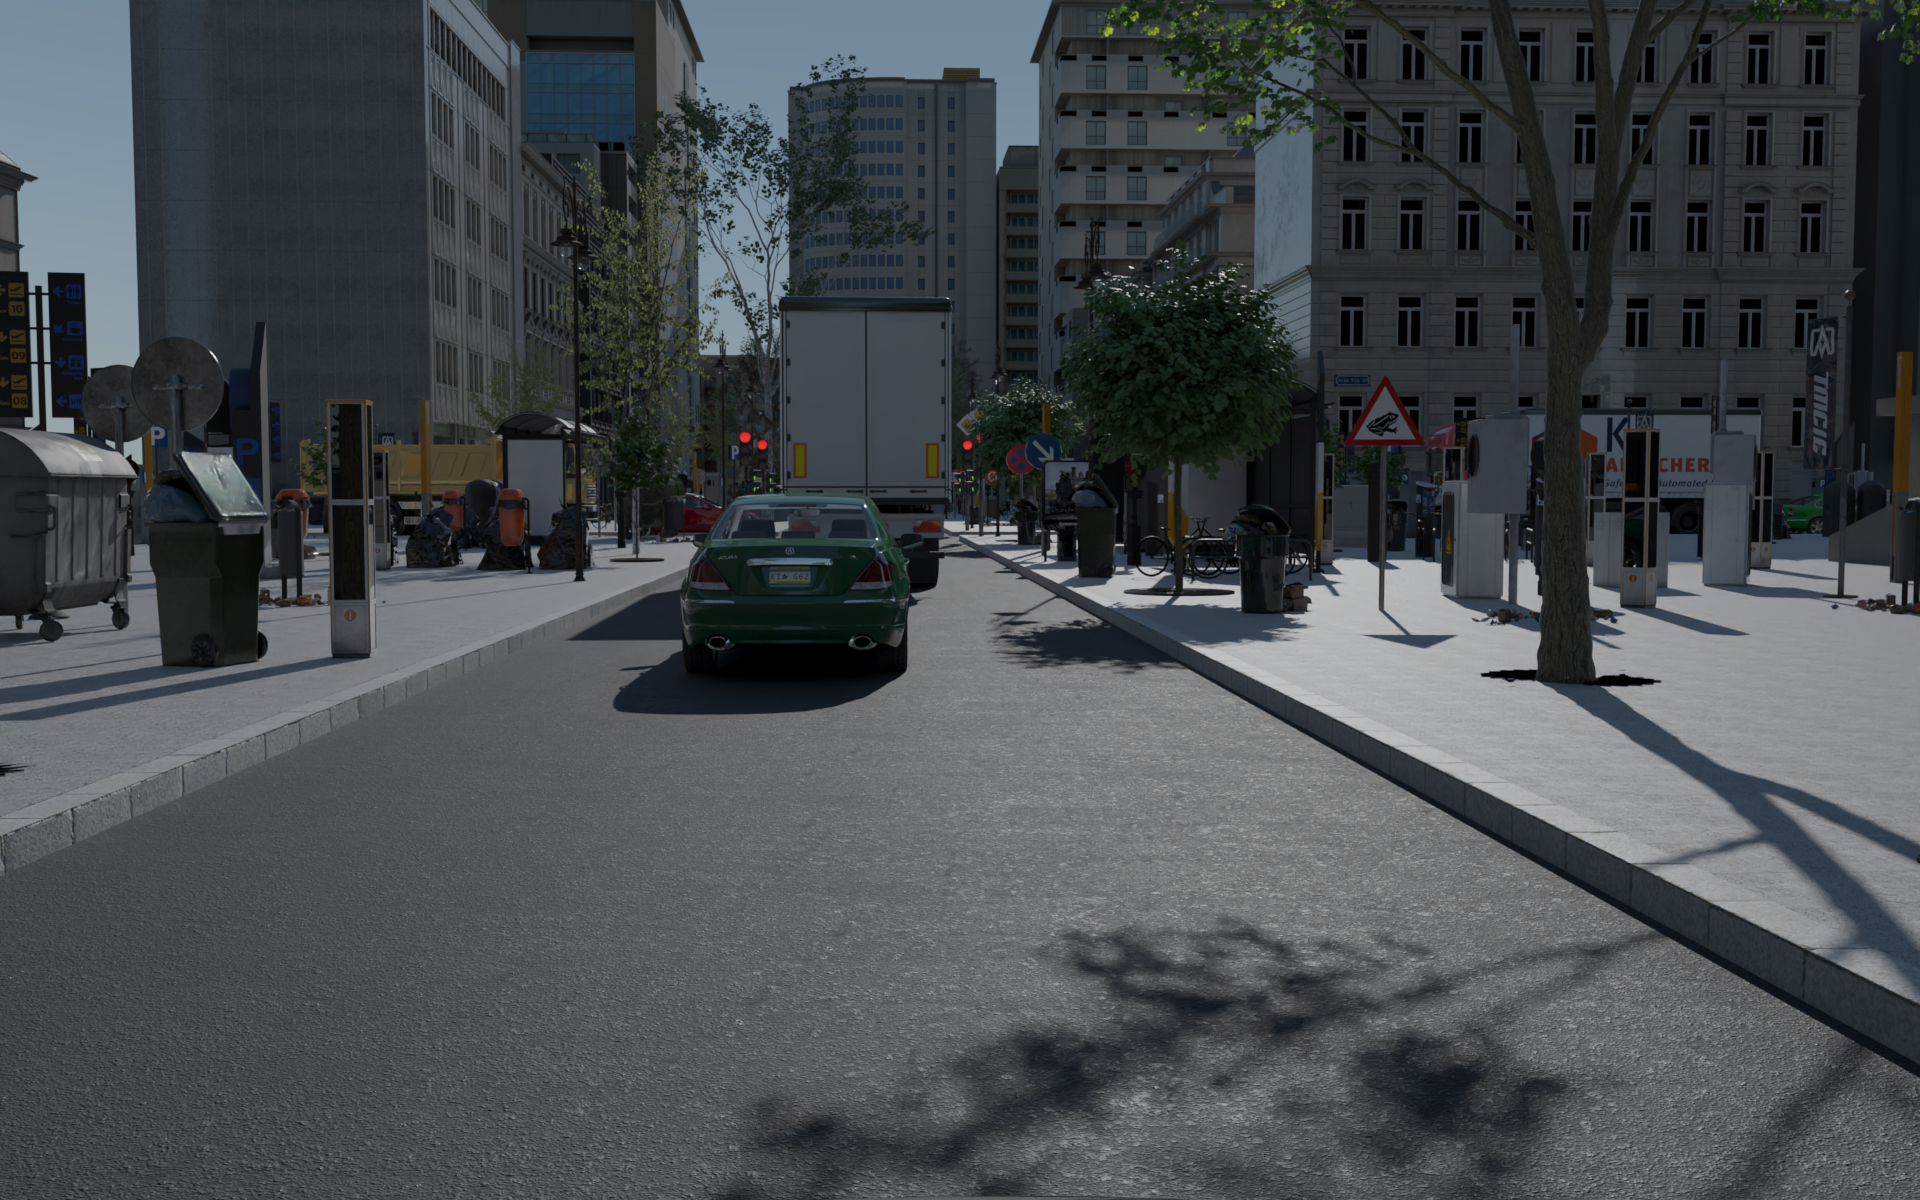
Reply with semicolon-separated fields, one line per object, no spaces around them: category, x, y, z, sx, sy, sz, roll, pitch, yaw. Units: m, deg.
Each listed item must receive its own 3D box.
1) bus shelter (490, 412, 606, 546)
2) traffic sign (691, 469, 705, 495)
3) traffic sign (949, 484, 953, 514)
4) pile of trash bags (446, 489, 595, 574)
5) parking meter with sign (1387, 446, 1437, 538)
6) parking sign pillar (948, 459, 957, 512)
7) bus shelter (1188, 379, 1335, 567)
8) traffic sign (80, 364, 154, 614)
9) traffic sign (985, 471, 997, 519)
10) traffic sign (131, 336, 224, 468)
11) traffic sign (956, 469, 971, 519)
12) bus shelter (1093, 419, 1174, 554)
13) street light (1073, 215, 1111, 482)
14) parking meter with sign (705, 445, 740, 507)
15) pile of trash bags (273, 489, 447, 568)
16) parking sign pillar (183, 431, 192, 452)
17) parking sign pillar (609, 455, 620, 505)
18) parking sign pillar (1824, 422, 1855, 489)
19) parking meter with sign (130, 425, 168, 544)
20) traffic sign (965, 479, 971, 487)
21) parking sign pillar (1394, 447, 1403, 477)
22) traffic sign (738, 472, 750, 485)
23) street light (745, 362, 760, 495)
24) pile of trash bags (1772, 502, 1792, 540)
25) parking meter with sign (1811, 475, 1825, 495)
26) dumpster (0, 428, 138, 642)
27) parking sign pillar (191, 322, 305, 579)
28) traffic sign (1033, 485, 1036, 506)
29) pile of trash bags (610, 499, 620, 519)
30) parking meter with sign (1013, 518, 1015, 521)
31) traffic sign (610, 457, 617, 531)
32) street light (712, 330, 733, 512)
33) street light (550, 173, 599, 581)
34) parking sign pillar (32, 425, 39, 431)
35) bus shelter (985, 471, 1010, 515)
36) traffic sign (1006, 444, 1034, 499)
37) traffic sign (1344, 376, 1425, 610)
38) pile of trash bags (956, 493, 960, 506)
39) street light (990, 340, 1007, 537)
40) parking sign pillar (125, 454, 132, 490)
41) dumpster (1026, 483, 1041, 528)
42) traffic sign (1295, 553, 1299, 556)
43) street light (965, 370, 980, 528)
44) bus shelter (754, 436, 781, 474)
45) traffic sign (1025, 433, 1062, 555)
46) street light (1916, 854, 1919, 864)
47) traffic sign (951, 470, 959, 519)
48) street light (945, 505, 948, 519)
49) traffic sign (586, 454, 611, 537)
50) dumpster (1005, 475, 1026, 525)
bus shelter;-10.687;-3.148;45.389;2.014;3.302;5.546;0;4;-3
traffic sign;-13.110;-5.308;86.890;0.768;2.556;0.104;0;4;-1
traffic sign;-0.663;-6.836;111.871;0.768;2.556;0.104;0;4;0
pile of trash bags;-7.280;-1.199;29.354;1.912;1.369;3.447;0;4;-3
parking meter with sign;13.218;-3.314;50.447;1.738;3.016;0.543;-2;4;-29
parking sign pillar;-0.930;-8.506;127.550;1.447;3.967;1.447;-2;4;-24
bus shelter;5.318;-2.368;32.644;2.014;3.302;5.546;0;4;-3
traffic sign;-8.263;-1.036;17.051;0.768;2.556;0.104;0;4;-1
traffic sign;1.706;-5.493;89.919;0.768;2.556;0.104;0;4;2
traffic sign;-6.332;-0.851;14.020;0.768;2.556;0.104;0;4;3
traffic sign;0.178;-5.356;87.673;0.768;2.556;0.104;0;4;3
bus shelter;3.838;-2.971;39.857;1.731;3.624;6.357;0;4;-3
street light;2.200;-3.441;29.048;0.468;5.910;1.993;0;4;-3
parking meter with sign;-8.672;-3.993;61.552;1.738;3.016;0.543;2;4;30
pile of trash bags;-10.583;-1.297;30.951;3.447;1.369;1.912;0;4;6
parking sign pillar;-31.487;-5.103;71.913;1.447;3.967;1.447;-2;4;-30
parking sign pillar;-19.767;-6.835;100.219;1.447;3.967;1.447;-3;5;-44
parking sign pillar;32.607;-4.635;64.255;1.447;3.967;1.447;-3;4;-37
parking meter with sign;-20.977;-2.953;44.545;1.738;3.016;0.543;3;5;43
traffic sign;0.625;-8.070;132.048;0.768;2.556;0.104;0;4;3
parking sign pillar;17.070;-4.936;69.178;1.447;3.967;1.447;-2;4;-32
traffic sign;-12.455;-6.109;99.991;0.768;2.556;0.104;0;4;-1
street light;-7.291;-5.387;60.864;0.468;5.910;1.993;0;4;-3
pile of trash bags;22.278;-2.403;49.042;1.912;1.369;3.447;3;4;39
parking meter with sign;34.936;-4.532;70.354;0.543;3.016;1.738;0;4;5
dumpster;-8.433;-0.605;15.652;1.264;1.857;1.865;0;4;-3
parking sign pillar;-10.862;-2.328;26.540;1.447;3.967;1.447;-1;4;-17
traffic sign;2.218;-3.142;51.484;0.768;2.556;0.104;0;4;5
pile of trash bags;-15.924;-4.720;86.931;3.447;1.369;1.912;-3;5;-43
parking meter with sign;3.161;-4.860;75.715;1.738;3.016;0.543;0;4;-4
traffic sign;-11.871;-3.639;59.610;0.768;2.556;0.104;0;4;-2
street light;-6.690;-4.660;48.978;0.468;5.910;1.993;0;4;-3
street light;-5.607;-3.215;25.353;0.468;5.910;1.993;0;4;-3
parking sign pillar;-35.450;-4.721;65.661;1.447;3.967;1.447;2;4;26
bus shelter;2.429;-6.958;107.686;2.014;3.302;5.546;0;4;-3
traffic sign;1.574;-2.713;44.468;0.768;2.556;0.104;0;4;3
traffic sign;4.665;-1.168;19.100;0.884;2.594;0.081;0;4;2
pile of trash bags;0.679;-6.665;118.726;1.912;1.369;3.447;-3;4;-37
street light;1.147;-4.857;52.196;0.468;5.910;1.993;0;4;-3
parking sign pillar;-56.192;-7.810;116.166;1.447;3.967;1.447;2;4;27
dumpster;3.418;-3.839;65.258;1.502;2.255;1.985;0;4;-3
traffic sign;6.822;-2.131;34.942;0.768;2.556;0.104;0;4;-2
street light;0.454;-5.627;64.787;0.468;5.910;1.993;0;4;-3
bus shelter;-12.126;-8.157;111.003;2.179;5.291;8.768;0;4;-3
traffic sign;1.742;-2.208;36.203;0.768;2.556;0.104;0;4;1
street light;3.418;-2.021;5.825;0.468;5.910;1.993;0;4;-3
traffic sign;-0.264;-5.540;90.692;0.768;2.556;0.104;0;4;5
street light;-0.699;-7.084;88.610;0.468;5.910;1.993;0;4;-3
traffic sign;-10.840;-3.173;51.986;0.768;2.556;0.104;0;4;-2
dumpster;2.746;-4.336;73.379;1.502;2.255;1.985;0;4;-3
